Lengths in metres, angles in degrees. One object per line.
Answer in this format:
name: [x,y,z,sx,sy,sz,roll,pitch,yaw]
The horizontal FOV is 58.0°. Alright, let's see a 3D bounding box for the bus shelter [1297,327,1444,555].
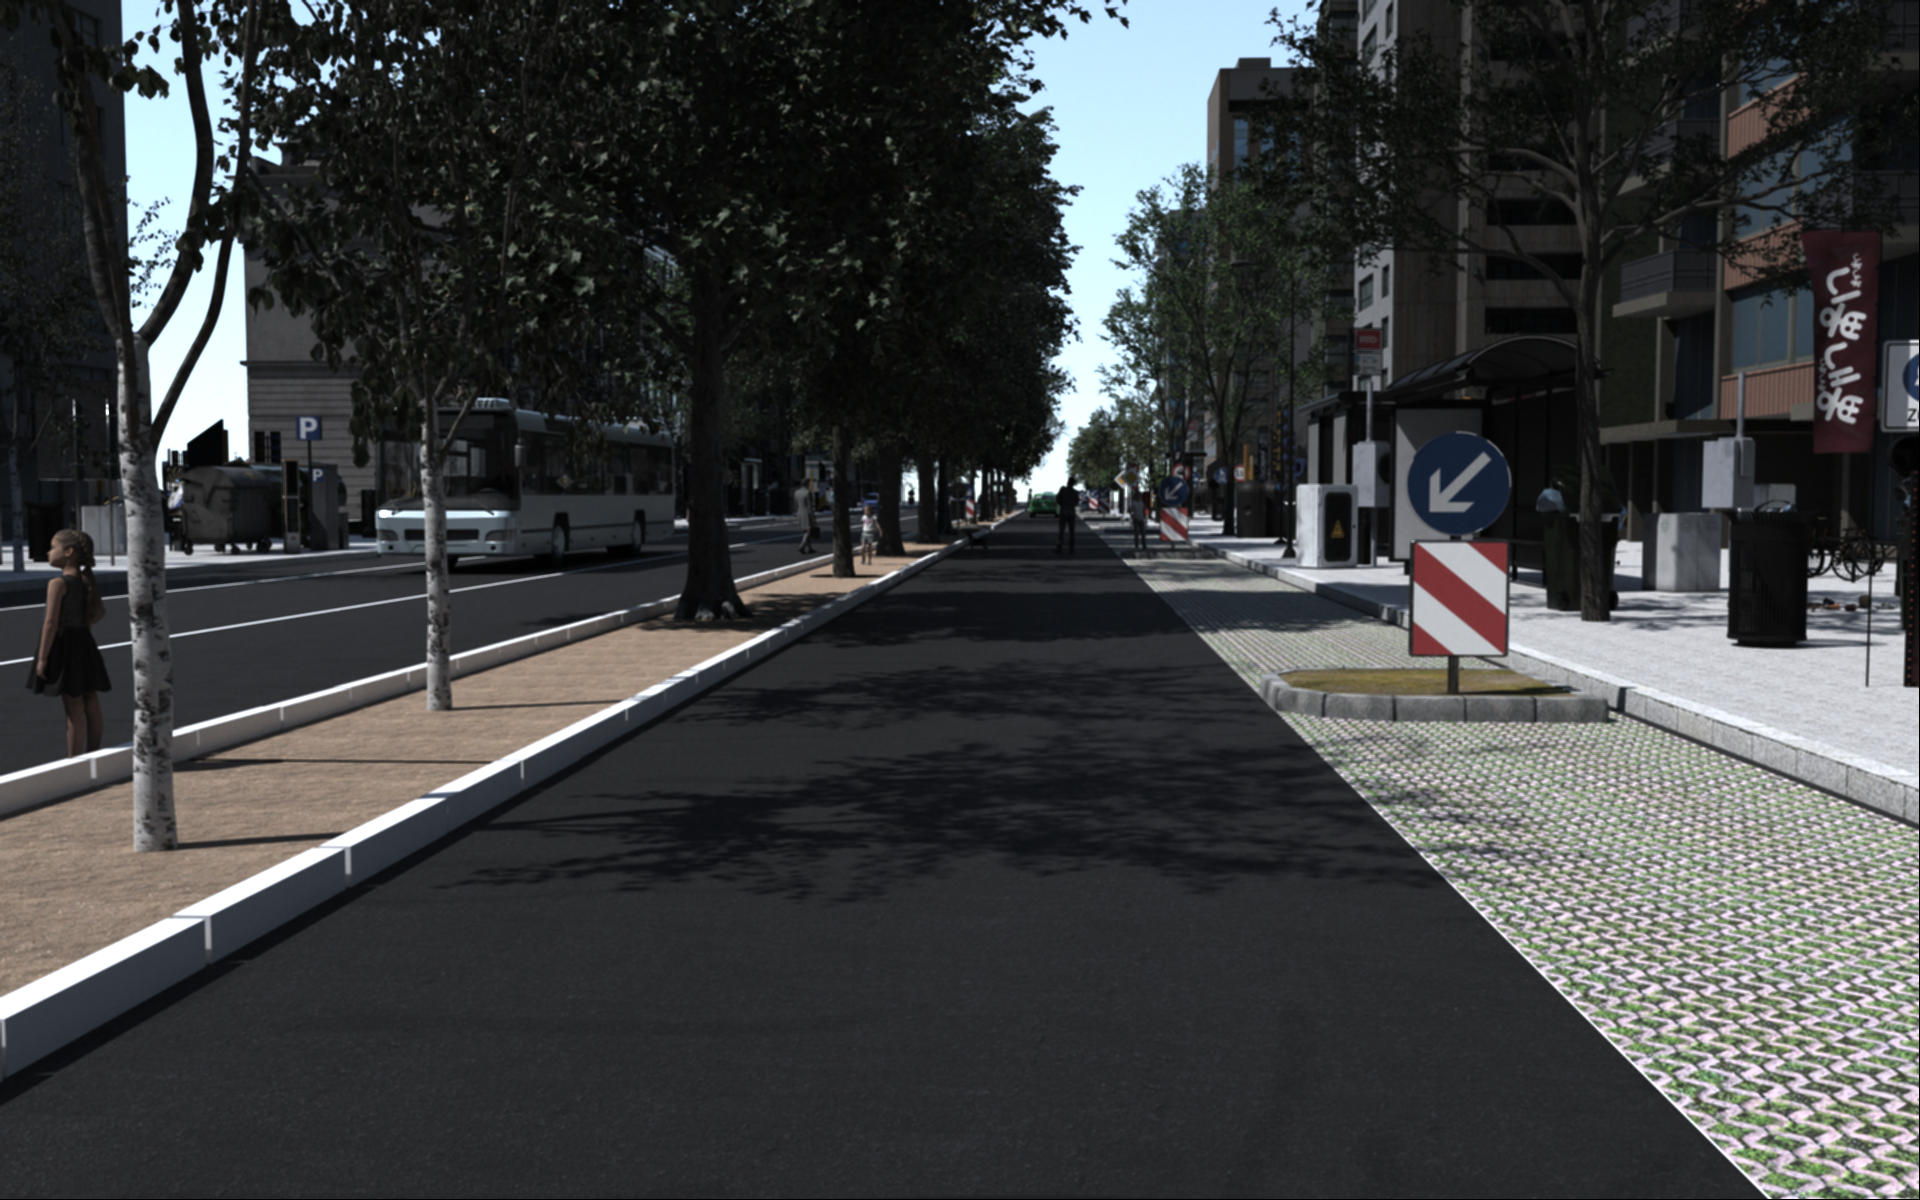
bus shelter: [8.992,-3.780,39.436,2.179,5.291,8.768,0,4,3]

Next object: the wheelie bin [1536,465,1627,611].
wheelie bin: [6.826,-0.688,19.153,0.980,1.594,0.693,0,4,-7]

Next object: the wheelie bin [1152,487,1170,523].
wheelie bin: [8.940,-4.179,76.232,0.980,1.594,0.693,0,4,-1]

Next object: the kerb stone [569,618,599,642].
kerb stone: [-3.784,0.310,17.123,0.120,0.150,1.000,0,4,3]

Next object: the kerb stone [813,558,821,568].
kerb stone: [-2.872,-0.687,33.507,0.120,0.150,1.000,0,4,3]

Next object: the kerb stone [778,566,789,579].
kerb stone: [-3.090,-0.442,29.420,0.120,0.150,1.000,0,4,3]

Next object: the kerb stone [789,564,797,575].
kerb stone: [-3.038,-0.504,30.442,0.120,0.150,1.000,0,4,3]

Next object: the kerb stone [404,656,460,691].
kerb stone: [-4.012,0.561,13.023,0.120,0.150,1.000,0,4,3]

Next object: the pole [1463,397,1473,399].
pole: [10.688,-2.610,36.518,0.158,3.312,0.155,0,3,0]

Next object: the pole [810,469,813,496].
pole: [-12.077,-9.002,141.025,0.158,3.312,0.155,0,3,0]

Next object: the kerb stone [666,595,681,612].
kerb stone: [-3.556,0.062,21.220,0.120,0.150,1.000,0,4,3]

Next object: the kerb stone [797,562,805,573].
kerb stone: [-2.987,-0.563,31.466,0.120,0.150,1.000,0,4,3]

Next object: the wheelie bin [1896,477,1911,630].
wheelie bin: [9.109,-0.502,16.116,0.693,1.594,0.980,1,4,16]

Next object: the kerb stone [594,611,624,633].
kerb stone: [-3.730,0.248,18.144,0.120,0.150,1.000,0,4,3]

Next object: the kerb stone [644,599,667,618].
kerb stone: [-3.615,0.124,20.199,0.120,0.150,1.000,0,4,3]

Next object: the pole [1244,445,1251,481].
pole: [11.807,-4.749,71.487,0.158,3.312,0.155,0,3,0]

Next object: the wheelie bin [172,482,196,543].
wheelie bin: [-20.161,-2.281,45.209,0.980,1.594,0.693,2,4,23]

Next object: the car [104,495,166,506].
car: [-34.000,-3.714,70.944,3.980,1.641,2.015,0,4,4]

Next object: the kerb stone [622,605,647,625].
kerb stone: [-3.672,0.188,19.173,0.120,0.150,1.000,0,4,3]

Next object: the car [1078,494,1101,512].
car: [9.857,-7.191,129.577,2.014,1.417,4.499,0,4,1]

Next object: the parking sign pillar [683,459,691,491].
parking sign pillar: [-19.646,-8.451,126.641,1.447,3.967,1.447,3,4,38]

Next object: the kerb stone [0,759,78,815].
kerb stone: [-4.299,0.875,7.898,0.120,0.150,1.000,0,4,3]

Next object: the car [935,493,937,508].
car: [-2.074,-9.229,159.926,2.155,1.783,4.494,0,4,2]

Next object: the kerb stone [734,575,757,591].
kerb stone: [-3.271,-0.254,26.342,0.120,0.150,1.000,0,4,3]

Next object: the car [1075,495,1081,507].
car: [12.626,-10.145,178.450,1.945,1.354,3.894,0,4,4]

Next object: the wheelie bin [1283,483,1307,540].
wheelie bin: [9.496,-2.489,48.603,0.693,1.594,0.980,-2,4,-29]

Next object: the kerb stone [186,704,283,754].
kerb stone: [-4.187,0.749,9.954,0.120,0.150,1.000,0,4,3]

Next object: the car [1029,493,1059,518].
car: [5.204,-5.956,106.172,1.959,1.807,4.718,0,4,4]

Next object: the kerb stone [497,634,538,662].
kerb stone: [-3.903,0.436,15.070,0.120,0.150,1.000,0,4,3]

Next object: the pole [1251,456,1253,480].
pole: [15.434,-5.990,91.775,0.158,3.312,0.155,0,3,0]

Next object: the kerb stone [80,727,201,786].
kerb stone: [-4.234,0.812,8.927,0.120,0.150,1.000,0,4,3]

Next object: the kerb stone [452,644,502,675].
kerb stone: [-3.956,0.498,14.049,0.120,0.150,1.000,0,4,3]

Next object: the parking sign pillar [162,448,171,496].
parking sign pillar: [-46.449,-6.911,101.462,1.447,3.967,1.447,-2,4,-24]

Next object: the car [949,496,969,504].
car: [-0.020,-7.424,133.744,2.083,1.381,4.827,0,4,2]

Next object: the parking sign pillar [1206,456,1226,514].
parking sign pillar: [16.852,-7.647,113.504,1.447,3.967,1.447,1,4,22]

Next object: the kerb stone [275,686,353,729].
kerb stone: [-4.125,0.690,10.980,0.120,0.150,1.000,0,4,3]

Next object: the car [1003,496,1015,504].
car: [7.217,-15.396,260.758,2.155,1.783,4.494,0,4,2]

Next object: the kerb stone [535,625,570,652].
kerb stone: [-3.844,0.373,16.090,0.120,0.150,1.000,0,4,3]

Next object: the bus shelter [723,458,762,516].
bus shelter: [-13.370,-7.548,101.038,2.179,5.291,8.768,0,4,3]

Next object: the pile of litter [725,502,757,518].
pile of litter: [-11.906,-4.893,93.957,1.719,0.858,1.176,1,4,16]

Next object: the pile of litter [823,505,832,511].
pile of litter: [-10.629,-7.312,133.521,1.719,0.858,1.176,0,4,0]

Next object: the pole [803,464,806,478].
pole: [-10.577,-7.584,117.833,0.158,3.312,0.155,0,3,0]

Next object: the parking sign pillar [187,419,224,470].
parking sign pillar: [-26.993,-4.508,62.171,1.447,3.967,1.447,0,4,2]

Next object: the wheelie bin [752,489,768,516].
wheelie bin: [-11.592,-5.687,100.885,0.980,1.594,0.693,-2,4,-31]

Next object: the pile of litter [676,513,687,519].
pile of litter: [-14.036,-4.676,90.420,1.719,0.858,1.176,0,4,-4]

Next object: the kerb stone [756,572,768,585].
kerb stone: [-3.212,-0.317,27.372,0.120,0.150,1.000,0,4,3]

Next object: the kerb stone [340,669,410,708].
kerb stone: [-4.074,0.623,12.002,0.120,0.150,1.000,0,4,3]

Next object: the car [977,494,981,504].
car: [3.576,-15.351,260.767,2.009,1.686,4.222,0,4,5]

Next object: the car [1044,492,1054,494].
car: [13.731,-15.899,268.626,2.281,1.827,5.304,0,4,4]

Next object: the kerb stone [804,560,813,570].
kerb stone: [-2.932,-0.629,32.486,0.120,0.150,1.000,0,4,3]

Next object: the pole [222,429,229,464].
pole: [-23.192,-3.726,54.763,0.158,3.312,0.155,0,3,0]

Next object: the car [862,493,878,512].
car: [-6.617,-7.668,134.959,1.945,1.707,3.694,0,4,4]

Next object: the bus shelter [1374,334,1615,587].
bus shelter: [7.428,-1.887,24.774,2.014,3.302,5.546,0,4,3]

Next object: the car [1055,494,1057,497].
car: [6.862,-7.422,131.143,2.009,1.686,4.222,0,4,4]

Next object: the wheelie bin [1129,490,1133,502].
wheelie bin: [14.379,-8.284,143.349,0.693,1.594,0.980,-2,4,-35]

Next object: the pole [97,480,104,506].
pole: [-32.019,-4.323,64.521,0.158,3.312,0.155,0,3,0]

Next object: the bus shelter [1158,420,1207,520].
bus shelter: [11.633,-6.951,91.288,2.179,5.291,8.768,0,4,3]

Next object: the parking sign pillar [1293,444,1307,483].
parking sign pillar: [18.495,-6.424,93.504,1.447,3.967,1.447,-1,4,-21]

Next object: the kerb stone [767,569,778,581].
kerb stone: [-3.166,-0.377,28.397,0.120,0.150,1.000,0,4,3]
